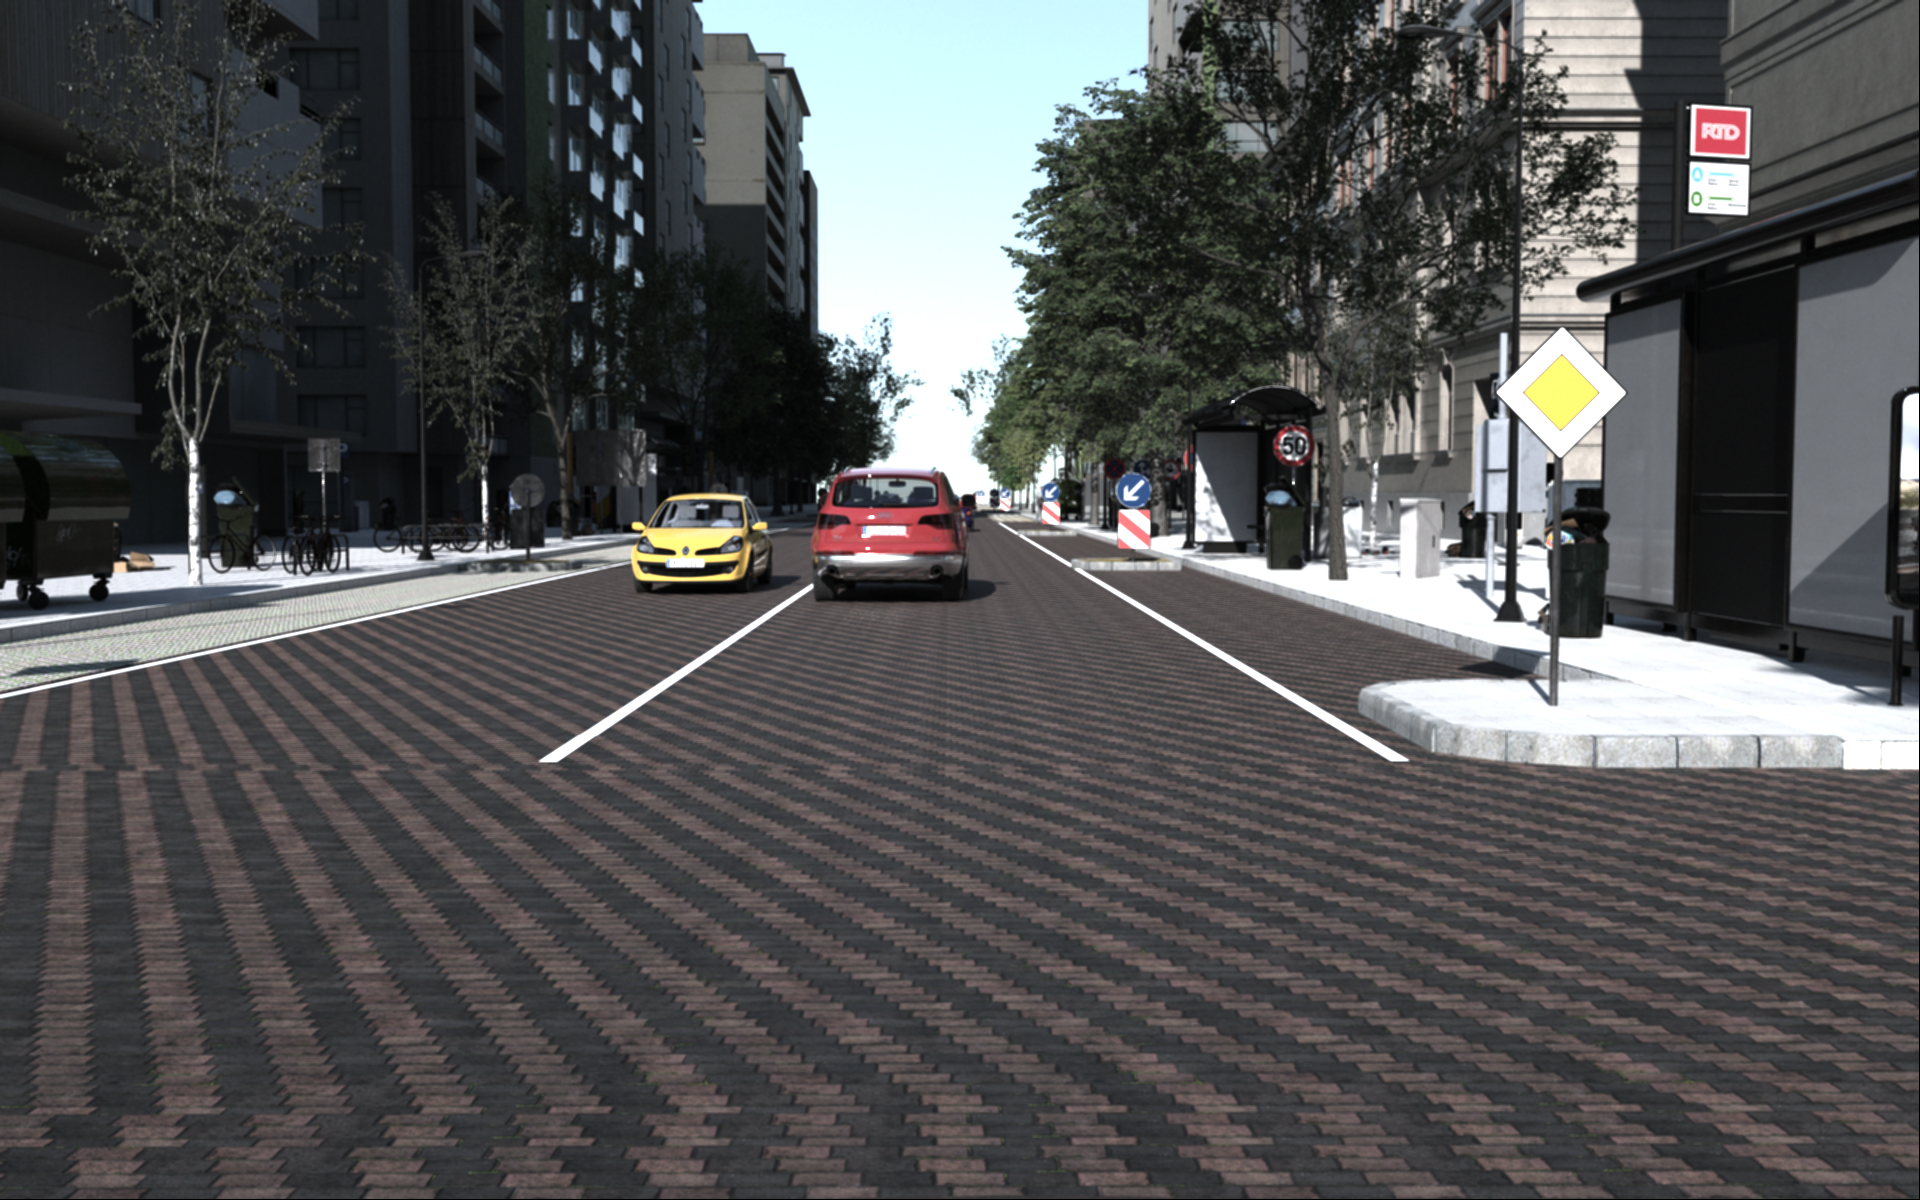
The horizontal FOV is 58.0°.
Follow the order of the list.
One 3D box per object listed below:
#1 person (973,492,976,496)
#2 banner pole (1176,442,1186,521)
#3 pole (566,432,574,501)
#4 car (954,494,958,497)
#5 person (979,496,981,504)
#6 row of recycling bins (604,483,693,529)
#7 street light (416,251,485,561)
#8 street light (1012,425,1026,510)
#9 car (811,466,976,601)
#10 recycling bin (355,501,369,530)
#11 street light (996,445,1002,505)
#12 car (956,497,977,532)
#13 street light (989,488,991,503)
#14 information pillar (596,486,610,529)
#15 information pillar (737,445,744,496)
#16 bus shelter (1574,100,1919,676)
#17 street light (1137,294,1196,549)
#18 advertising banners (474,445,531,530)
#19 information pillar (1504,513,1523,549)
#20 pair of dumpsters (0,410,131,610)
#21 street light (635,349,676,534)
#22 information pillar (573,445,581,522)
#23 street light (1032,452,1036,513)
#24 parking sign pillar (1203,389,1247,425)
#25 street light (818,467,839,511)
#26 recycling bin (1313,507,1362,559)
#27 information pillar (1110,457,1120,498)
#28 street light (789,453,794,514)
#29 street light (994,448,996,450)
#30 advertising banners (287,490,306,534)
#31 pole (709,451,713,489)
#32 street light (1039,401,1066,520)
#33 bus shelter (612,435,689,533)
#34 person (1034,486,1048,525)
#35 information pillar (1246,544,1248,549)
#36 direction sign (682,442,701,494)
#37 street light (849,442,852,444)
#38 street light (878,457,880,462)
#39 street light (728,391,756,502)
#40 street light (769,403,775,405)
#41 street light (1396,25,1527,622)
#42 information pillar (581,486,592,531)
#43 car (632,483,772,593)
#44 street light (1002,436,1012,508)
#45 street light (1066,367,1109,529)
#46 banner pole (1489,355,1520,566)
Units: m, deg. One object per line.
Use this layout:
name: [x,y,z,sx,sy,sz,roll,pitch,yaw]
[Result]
person: [1.951,-13.495,229.958,1.217,1.723,0.721,1,4,17]
banner pole: [10.580,-5.685,82.960,0.401,3.779,0.863,-2,4,-28]
pole: [-12.882,-3.876,57.223,0.158,3.312,0.155,0,3,0]
car: [-0.878,-11.319,194.844,2.009,1.686,4.222,0,4,1]
person: [2.603,-13.490,232.277,0.599,1.433,0.991,1,4,20]
row of recycling bins: [-11.704,-3.512,64.528,3.534,1.692,1.069,0,4,0]
street light: [-9.774,-3.714,33.266,1.470,5.913,1.316,0,4,0]
street light: [4.449,-8.823,116.797,1.470,5.913,1.316,0,4,0]
car: [-0.915,-0.979,24.680,2.281,1.827,5.304,0,4,1]
recycling bin: [-21.896,-3.069,62.728,0.722,1.027,0.722,1,4,10]
street light: [4.328,-11.594,162.108,1.470,5.913,1.316,0,4,0]
car: [-0.323,-3.331,67.041,1.945,1.354,3.894,0,4,1]
street light: [3.942,-13.832,198.701,1.470,5.913,1.316,0,4,0]
information pillar: [-12.991,-4.379,62.952,0.504,3.616,0.183,-2,4,-26]
information pillar: [-10.552,-5.618,83.217,0.183,3.616,0.504,-3,4,-37]
bus shelter: [7.118,-2.310,15.404,2.179,5.291,8.768,0,4,0]
street light: [4.800,-4.144,40.288,1.470,5.913,1.316,0,4,0]
advertising banners: [-16.377,-4.036,62.176,2.074,3.025,0.090,0,4,-5]
information pillar: [12.961,-2.202,40.500,0.304,2.012,0.304,-1,4,-17]
pair of dumpsters: [-10.686,-0.987,18.628,1.574,2.255,4.437,0,4,0]
street light: [-9.751,-5.086,55.700,1.470,5.913,1.316,0,4,0]
information pillar: [-17.424,-5.319,78.317,0.504,3.616,0.183,-1,4,-13]
street light: [4.623,-7.440,94.189,1.470,5.913,1.316,0,4,0]
parking sign pillar: [6.878,-3.476,45.298,1.447,3.967,1.447,-3,5,-40]
street light: [-10.242,-9.841,133.442,1.470,5.913,1.316,0,4,0]
recycling bin: [7.521,-1.342,34.494,0.722,1.027,0.722,-1,4,-18]
information pillar: [6.797,-5.179,76.037,0.504,3.616,0.183,1,4,11]
street light: [-10.190,-8.418,110.181,1.470,5.913,1.316,0,4,0]
street light: [4.186,-12.461,176.270,1.470,5.913,1.316,0,4,0]
advertising banners: [-21.440,-3.585,54.806,0.090,3.025,2.074,1,4,17]
pole: [-11.833,-5.413,82.339,0.158,3.312,0.155,0,3,0]
street light: [4.714,-6.912,85.552,1.470,5.913,1.316,0,4,0]
bus shelter: [-10.808,-4.042,60.006,2.014,3.302,5.546,0,4,0]
person: [3.775,-4.421,80.885,0.635,1.810,0.391,-1,4,-13]
information pillar: [6.563,-2.203,40.519,0.304,2.012,0.304,1,4,20]
direction sign: [-11.644,-5.103,75.438,0.876,3.537,0.379,-1,4,-9]
street light: [-10.373,-11.213,155.874,1.470,5.913,1.316,0,4,0]
street light: [-10.632,-14.854,215.400,1.470,5.913,1.316,0,4,0]
street light: [-9.896,-6.458,78.132,1.470,5.913,1.316,0,4,0]
street light: [-10.023,-7.046,87.749,1.470,5.913,1.316,0,4,0]
street light: [5.023,-2.740,17.335,1.470,5.913,1.316,0,4,0]
information pillar: [-13.011,-3.413,60.290,0.304,2.012,0.304,-2,4,-28]
car: [-3.870,-0.985,26.334,2.015,1.641,3.980,0,3,0]
street light: [4.320,-10.195,139.229,1.470,5.913,1.316,0,4,0]
street light: [4.724,-5.516,62.720,1.470,5.913,1.316,0,4,0]
banner pole: [9.803,-2.524,31.289,0.401,3.779,0.863,-1,4,-20]
